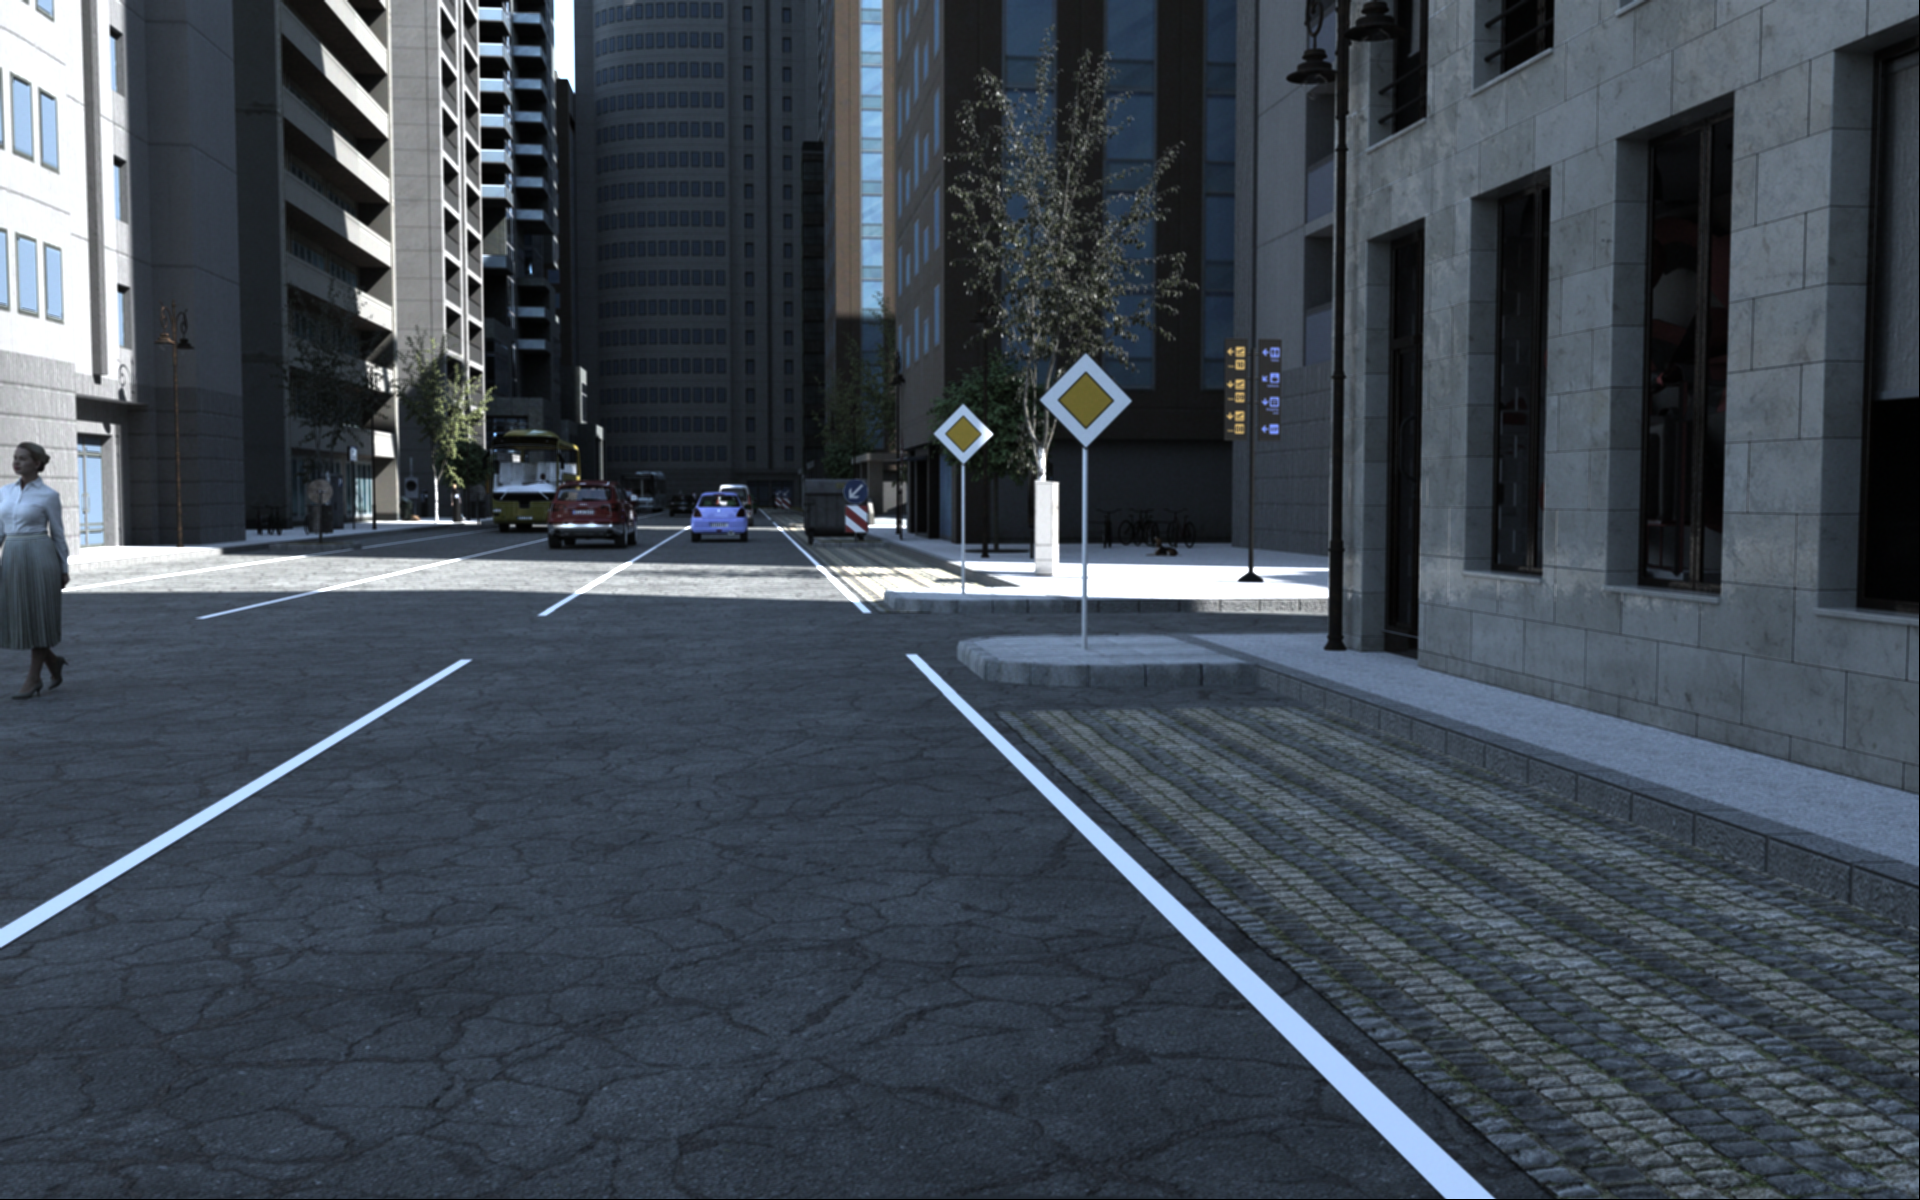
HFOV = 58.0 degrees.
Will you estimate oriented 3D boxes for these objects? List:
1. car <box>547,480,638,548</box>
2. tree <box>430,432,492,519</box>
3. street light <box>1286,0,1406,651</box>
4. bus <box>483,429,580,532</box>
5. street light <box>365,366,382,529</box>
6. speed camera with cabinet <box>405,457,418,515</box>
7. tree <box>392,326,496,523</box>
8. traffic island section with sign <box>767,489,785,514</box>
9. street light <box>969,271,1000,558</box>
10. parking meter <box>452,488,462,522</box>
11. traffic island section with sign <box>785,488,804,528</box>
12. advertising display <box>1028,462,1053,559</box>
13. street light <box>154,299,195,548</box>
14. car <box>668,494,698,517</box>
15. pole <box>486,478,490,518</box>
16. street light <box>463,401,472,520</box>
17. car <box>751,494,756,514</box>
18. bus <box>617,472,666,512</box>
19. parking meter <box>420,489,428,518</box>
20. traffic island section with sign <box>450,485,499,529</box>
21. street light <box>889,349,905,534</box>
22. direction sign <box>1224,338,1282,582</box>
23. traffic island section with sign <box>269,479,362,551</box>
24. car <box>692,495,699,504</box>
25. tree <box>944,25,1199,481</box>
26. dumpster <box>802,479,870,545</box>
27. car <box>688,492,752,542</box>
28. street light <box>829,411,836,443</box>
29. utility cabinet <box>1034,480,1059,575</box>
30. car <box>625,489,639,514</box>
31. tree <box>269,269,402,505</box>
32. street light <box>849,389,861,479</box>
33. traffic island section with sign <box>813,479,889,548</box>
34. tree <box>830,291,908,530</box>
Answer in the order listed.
[{"bbox_3d":[-9.997,-2.362,47.287,2.281,1.827,5.304,0,4,-6],"label":"car"},{"bbox_3d":[-25.798,-6.500,89.981,4.285,4.588,4.351,0,3,0],"label":"tree"},{"bbox_3d":[3.092,-2.526,14.091,0.468,5.910,1.993,0,4,-7],"label":"street light"},{"bbox_3d":[-16.835,-4.746,69.143,2.896,3.916,12.252,-1,4,-9],"label":"bus"},{"bbox_3d":[-21.306,-5.508,62.842,0.468,5.910,1.993,0,4,-7],"label":"street light"},{"bbox_3d":[-30.166,-6.033,92.981,2.038,3.252,0.660,-1,4,-15],"label":"speed camera with cabinet"},{"bbox_3d":[-22.839,-7.687,76.042,4.737,8.622,4.395,0,3,0],"label":"tree"},{"bbox_3d":[-12.499,-7.009,123.222,1.989,1.847,2.006,0,4,-7],"label":"traffic island section with sign"},{"bbox_3d":[0.508,-3.793,34.807,0.468,5.910,1.993,0,4,-7],"label":"street light"},{"bbox_3d":[-22.773,-4.282,78.420,0.372,1.533,0.369,0,3,0],"label":"parking meter"},{"bbox_3d":[-6.303,-3.969,73.523,1.989,1.847,2.006,0,4,-7],"label":"traffic island section with sign"},{"bbox_3d":[1.618,-1.811,34.821,0.123,1.923,0.974,2,4,26],"label":"advertising display"},{"bbox_3d":[-18.675,-4.190,41.299,0.468,5.910,1.993,0,4,-7],"label":"street light"},{"bbox_3d":[-17.805,-6.218,111.447,2.009,1.686,4.222,0,4,-8],"label":"car"},{"bbox_3d":[-25.723,-6.146,94.333,0.158,3.312,0.155,0,3,0],"label":"pole"},{"bbox_3d":[-23.902,-6.808,84.103,0.468,5.910,1.993,0,4,-7],"label":"street light"},{"bbox_3d":[-16.017,-7.305,128.228,1.959,1.807,4.718,-1,4,-9],"label":"car"},{"bbox_3d":[-25.125,-8.728,137.557,2.948,3.499,13.247,0,4,-5],"label":"bus"},{"bbox_3d":[-29.237,-5.266,94.509,0.372,1.533,0.369,0,3,0],"label":"parking meter"},{"bbox_3d":[-20.047,-3.880,72.059,1.989,1.847,2.006,0,4,-7],"label":"traffic island section with sign"},{"bbox_3d":[-1.985,-5.054,55.414,0.468,5.910,1.993,0,4,-7],"label":"street light"},{"bbox_3d":[4.274,-2.040,25.344,0.876,3.537,0.379,-1,4,-13],"label":"direction sign"},{"bbox_3d":[-16.677,-2.222,44.962,1.989,1.847,2.006,0,4,-7],"label":"traffic island section with sign"},{"bbox_3d":[-25.089,-9.145,162.097,1.945,1.354,3.894,0,4,-8],"label":"car"},{"bbox_3d":[1.520,-4.771,28.373,4.360,8.622,3.978,0,3,0],"label":"tree"},{"bbox_3d":[-3.521,-2.493,48.973,1.865,1.857,1.264,0,4,-8],"label":"dumpster"},{"bbox_3d":[-7.349,-2.658,53.043,1.945,1.707,3.694,0,4,-7],"label":"car"},{"bbox_3d":[-7.095,-7.573,96.612,0.468,5.910,1.993,0,4,-7],"label":"street light"},{"bbox_3d":[1.403,-1.164,27.710,0.318,1.500,1.173,0,4,8],"label":"utility cabinet"},{"bbox_3d":[-23.952,-6.992,122.987,2.281,1.827,5.304,0,4,-6],"label":"car"},{"bbox_3d":[-20.974,-6.561,57.633,4.360,8.622,3.978,0,3,0],"label":"tree"},{"bbox_3d":[-4.632,-6.313,76.002,0.468,5.910,1.993,0,4,-7],"label":"street light"},{"bbox_3d":[-2.961,-2.330,46.720,1.989,1.847,2.006,0,4,-7],"label":"traffic island section with sign"},{"bbox_3d":[-2.065,-6.789,61.358,4.737,8.622,4.395,0,3,0],"label":"tree"}]
